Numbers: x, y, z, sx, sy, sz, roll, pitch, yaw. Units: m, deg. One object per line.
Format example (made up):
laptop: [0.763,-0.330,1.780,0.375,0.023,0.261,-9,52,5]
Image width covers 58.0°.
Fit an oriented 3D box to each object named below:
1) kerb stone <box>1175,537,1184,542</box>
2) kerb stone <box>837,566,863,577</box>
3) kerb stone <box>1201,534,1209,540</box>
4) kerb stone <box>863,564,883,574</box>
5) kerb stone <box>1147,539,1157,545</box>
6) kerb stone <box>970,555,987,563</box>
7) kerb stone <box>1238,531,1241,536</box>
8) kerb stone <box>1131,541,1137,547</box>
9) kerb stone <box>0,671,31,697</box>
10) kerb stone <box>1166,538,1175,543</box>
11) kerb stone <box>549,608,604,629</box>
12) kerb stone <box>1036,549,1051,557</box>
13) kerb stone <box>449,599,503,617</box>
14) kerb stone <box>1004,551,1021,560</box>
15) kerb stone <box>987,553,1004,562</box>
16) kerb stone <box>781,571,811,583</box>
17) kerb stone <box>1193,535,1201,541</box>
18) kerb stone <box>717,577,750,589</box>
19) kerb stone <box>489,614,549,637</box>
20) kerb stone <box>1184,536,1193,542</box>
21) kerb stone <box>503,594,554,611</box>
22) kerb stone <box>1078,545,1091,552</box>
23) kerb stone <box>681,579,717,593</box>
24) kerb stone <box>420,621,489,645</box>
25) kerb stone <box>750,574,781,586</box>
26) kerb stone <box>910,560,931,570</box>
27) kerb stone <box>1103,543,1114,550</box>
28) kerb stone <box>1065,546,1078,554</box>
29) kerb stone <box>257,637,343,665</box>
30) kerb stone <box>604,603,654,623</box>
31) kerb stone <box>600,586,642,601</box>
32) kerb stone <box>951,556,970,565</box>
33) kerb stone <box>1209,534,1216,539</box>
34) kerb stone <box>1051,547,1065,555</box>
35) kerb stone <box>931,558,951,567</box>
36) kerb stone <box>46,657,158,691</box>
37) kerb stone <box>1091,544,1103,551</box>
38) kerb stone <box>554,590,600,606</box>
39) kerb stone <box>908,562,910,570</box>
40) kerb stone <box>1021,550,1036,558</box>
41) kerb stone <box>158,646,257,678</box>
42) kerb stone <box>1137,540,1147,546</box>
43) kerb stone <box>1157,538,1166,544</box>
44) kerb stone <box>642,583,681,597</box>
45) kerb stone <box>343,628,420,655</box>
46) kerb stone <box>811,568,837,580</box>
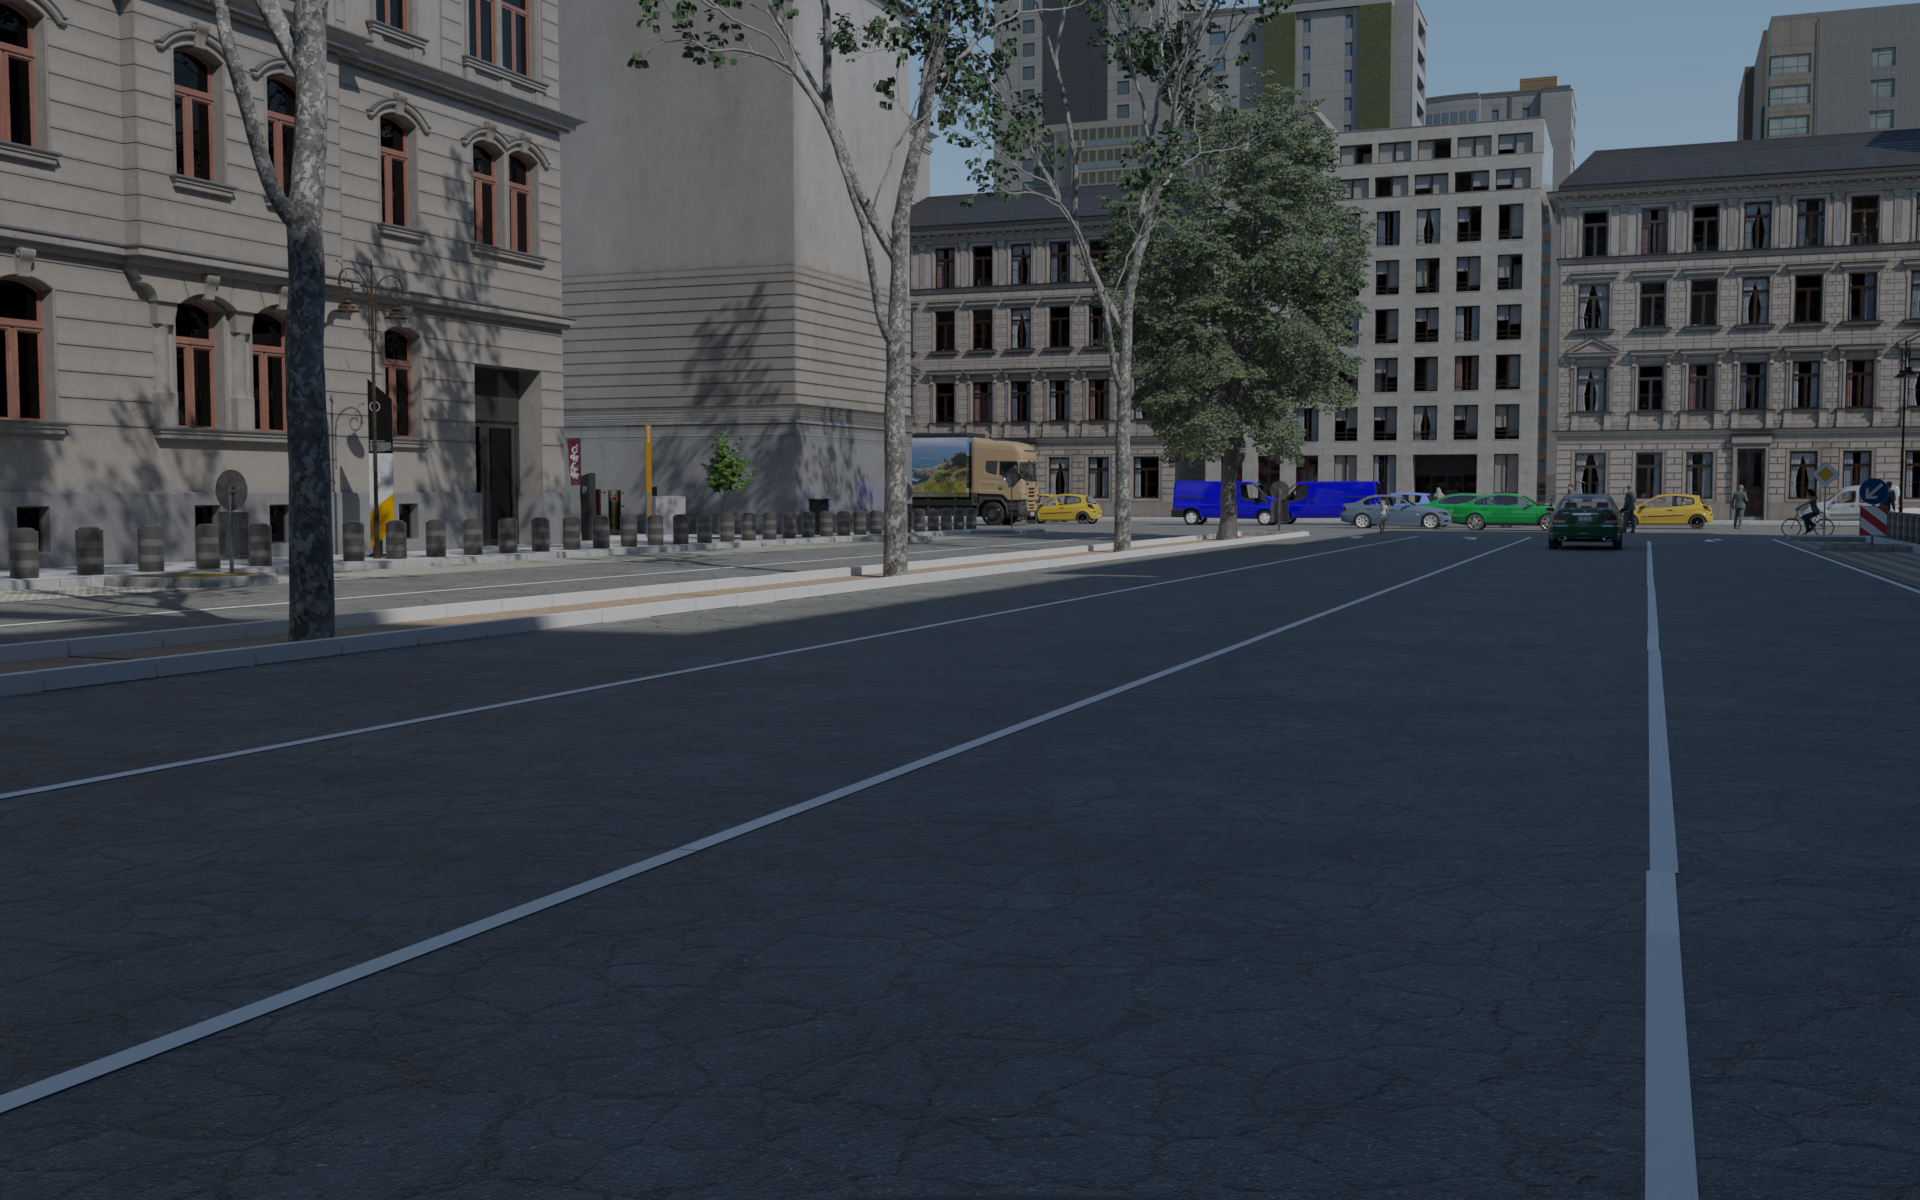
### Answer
kerb stone: [6.366,-1.767,51.168,0.120,0.150,1.000,1,4,22]
kerb stone: [-1.991,-0.483,30.088,0.120,0.150,1.000,1,4,22]
kerb stone: [7.503,-1.947,54.033,0.120,0.150,1.000,1,4,22]
kerb stone: [-1.607,-0.542,31.052,0.120,0.150,1.000,1,4,22]
kerb stone: [5.229,-1.596,48.294,0.120,0.150,1.000,1,4,22]
kerb stone: [0.278,-0.831,35.833,0.120,0.150,1.000,1,4,22]
kerb stone: [9.399,-2.239,58.811,0.120,0.150,1.000,1,4,22]
kerb stone: [4.468,-1.479,46.381,0.120,0.150,1.000,1,4,22]
kerb stone: [-6.872,0.618,12.084,0.120,0.150,1.000,1,4,22]
kerb stone: [5.976,-1.713,50.211,0.120,0.150,1.000,1,4,22]
kerb stone: [-4.223,0.211,18.784,0.120,0.150,1.000,1,4,22]
kerb stone: [1.813,-1.068,39.662,0.120,0.150,1.000,1,4,22]
kerb stone: [-5.799,0.102,20.524,0.120,0.150,1.000,1,4,22]
kerb stone: [1.044,-0.949,37.747,0.120,0.150,1.000,1,4,22]
kerb stone: [0.660,-0.892,36.786,0.120,0.150,1.000,1,4,22]
kerb stone: [-2.750,-0.366,28.174,0.120,0.150,1.000,1,4,22]
kerb stone: [7.126,-1.889,53.078,0.120,0.150,1.000,1,4,22]
kerb stone: [-3.513,-0.249,26.265,0.120,0.150,1.000,1,4,22]
kerb stone: [-4.598,0.267,17.828,0.120,0.150,1.000,1,4,22]
kerb stone: [6.746,-1.830,52.121,0.120,0.150,1.000,1,4,22]
kerb stone: [-5.410,0.044,21.474,0.120,0.150,1.000,1,4,22]
kerb stone: [2.943,-1.244,42.542,0.120,0.150,1.000,1,4,22]
kerb stone: [-3.892,-0.191,25.311,0.120,0.150,1.000,1,4,22]
kerb stone: [-4.979,0.325,16.875,0.120,0.150,1.000,1,4,22]
kerb stone: [-3.132,-0.300,27.221,0.120,0.150,1.000,1,4,22]
kerb stone: [-0.845,-0.657,32.964,0.120,0.150,1.000,1,4,22]
kerb stone: [3.706,-1.361,44.456,0.120,0.150,1.000,1,4,22]
kerb stone: [2.572,-1.185,41.573,0.120,0.150,1.000,1,4,22]
kerb stone: [-5.747,0.443,14.957,0.120,0.150,1.000,1,4,22]
kerb stone: [-3.840,0.150,19.736,0.120,0.150,1.000,1,4,22]
kerb stone: [-4.657,-0.069,23.395,0.120,0.150,1.000,1,4,22]
kerb stone: [-0.095,-0.776,34.877,0.120,0.150,1.000,1,4,22]
kerb stone: [7.887,-2.001,54.985,0.120,0.150,1.000,1,4,22]
kerb stone: [2.185,-1.125,40.619,0.120,0.150,1.000,1,4,22]
kerb stone: [-0.472,-0.709,33.920,0.120,0.150,1.000,1,4,22]
kerb stone: [-6.505,0.560,13.043,0.120,0.150,1.000,1,4,22]
kerb stone: [3.327,-1.303,43.501,0.120,0.150,1.000,1,4,22]
kerb stone: [-5.030,-0.015,22.438,0.120,0.150,1.000,1,4,22]
kerb stone: [-1.231,-0.600,32.007,0.120,0.150,1.000,1,4,22]
kerb stone: [1.418,-1.010,38.703,0.120,0.150,1.000,1,4,22]
kerb stone: [-6.123,0.501,14.002,0.120,0.150,1.000,1,4,22]
kerb stone: [4.846,-1.534,47.342,0.120,0.150,1.000,1,4,22]
kerb stone: [5.606,-1.654,49.249,0.120,0.150,1.000,1,4,22]
kerb stone: [-4.276,-0.132,24.355,0.120,0.150,1.000,1,4,22]
kerb stone: [-5.364,0.384,15.914,0.120,0.150,1.000,1,4,22]
kerb stone: [-2.376,-0.424,29.131,0.120,0.150,1.000,1,4,22]
